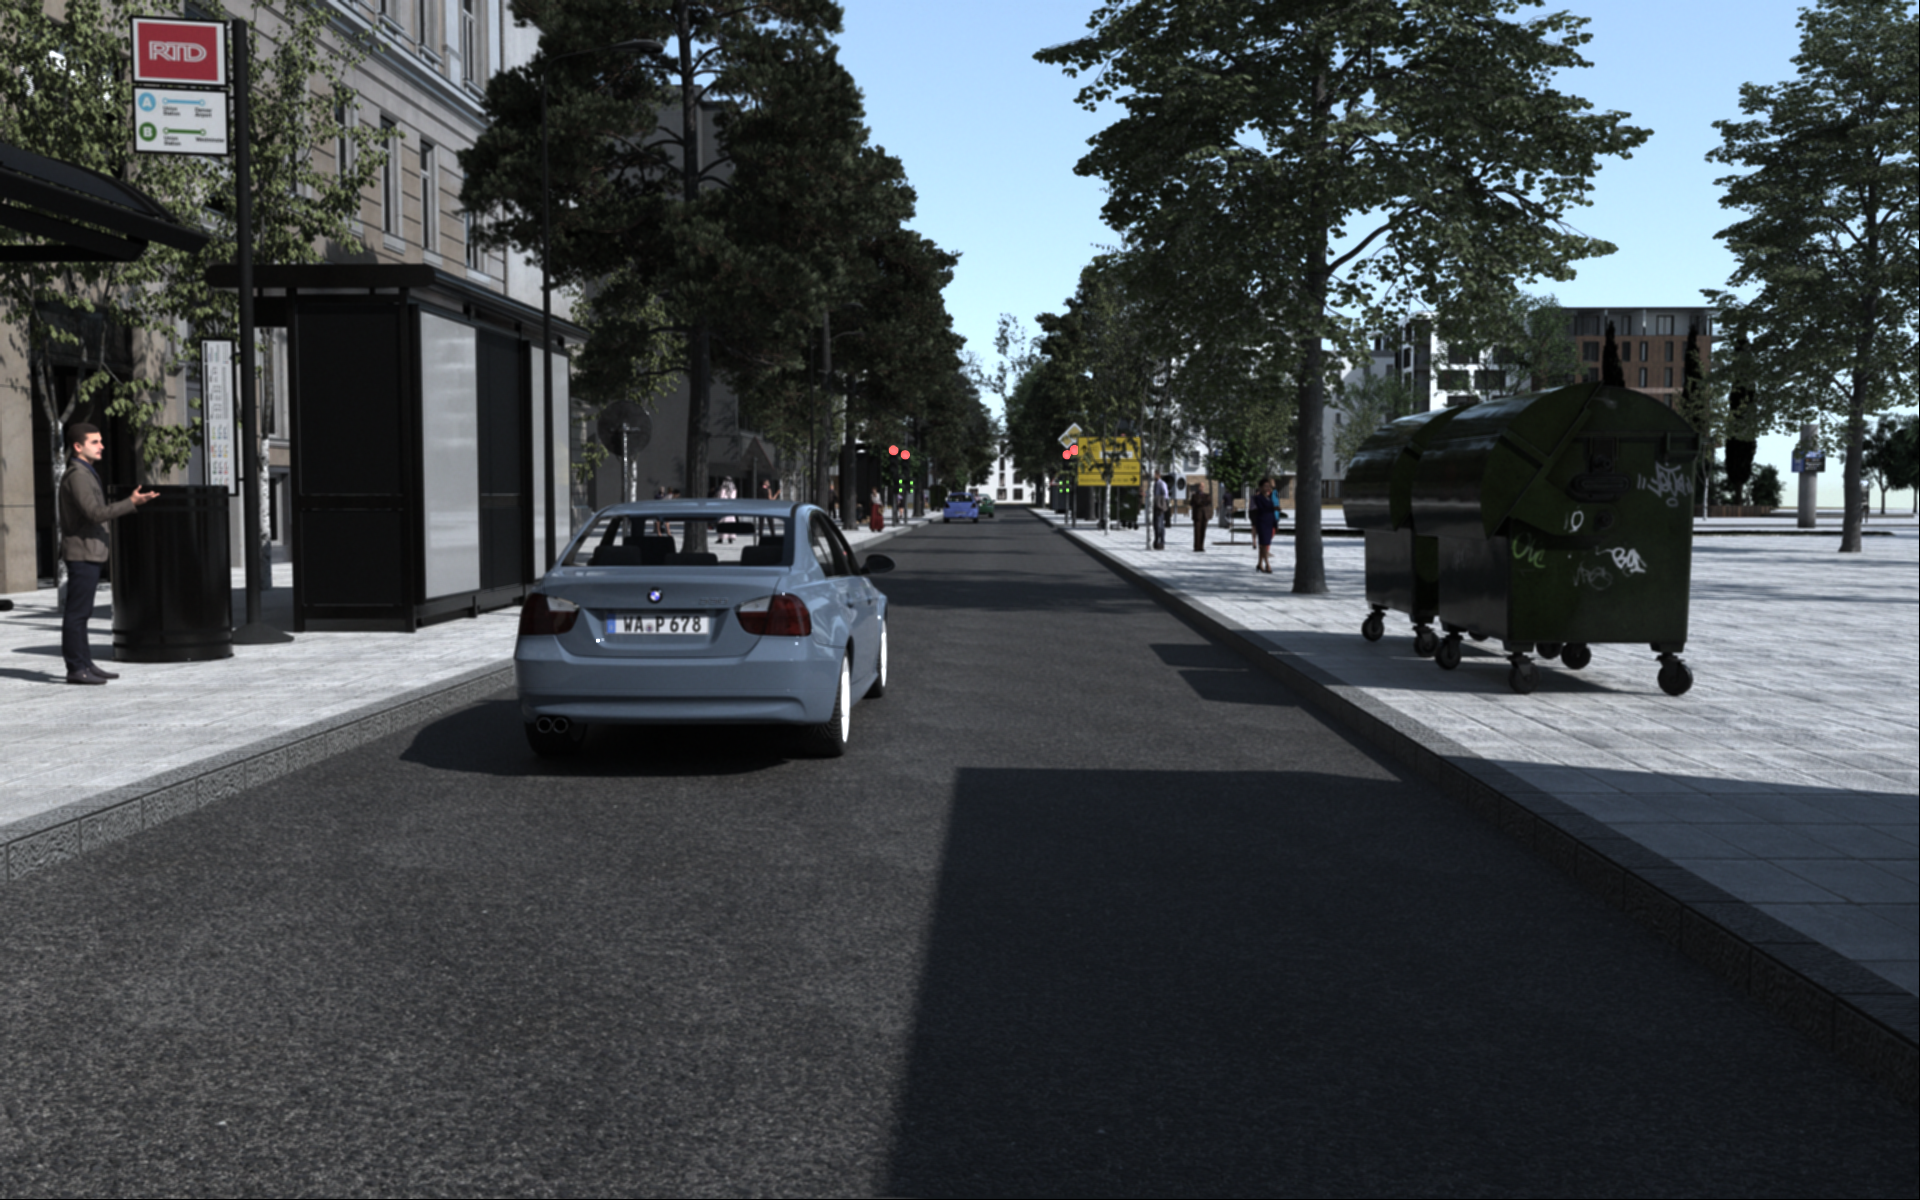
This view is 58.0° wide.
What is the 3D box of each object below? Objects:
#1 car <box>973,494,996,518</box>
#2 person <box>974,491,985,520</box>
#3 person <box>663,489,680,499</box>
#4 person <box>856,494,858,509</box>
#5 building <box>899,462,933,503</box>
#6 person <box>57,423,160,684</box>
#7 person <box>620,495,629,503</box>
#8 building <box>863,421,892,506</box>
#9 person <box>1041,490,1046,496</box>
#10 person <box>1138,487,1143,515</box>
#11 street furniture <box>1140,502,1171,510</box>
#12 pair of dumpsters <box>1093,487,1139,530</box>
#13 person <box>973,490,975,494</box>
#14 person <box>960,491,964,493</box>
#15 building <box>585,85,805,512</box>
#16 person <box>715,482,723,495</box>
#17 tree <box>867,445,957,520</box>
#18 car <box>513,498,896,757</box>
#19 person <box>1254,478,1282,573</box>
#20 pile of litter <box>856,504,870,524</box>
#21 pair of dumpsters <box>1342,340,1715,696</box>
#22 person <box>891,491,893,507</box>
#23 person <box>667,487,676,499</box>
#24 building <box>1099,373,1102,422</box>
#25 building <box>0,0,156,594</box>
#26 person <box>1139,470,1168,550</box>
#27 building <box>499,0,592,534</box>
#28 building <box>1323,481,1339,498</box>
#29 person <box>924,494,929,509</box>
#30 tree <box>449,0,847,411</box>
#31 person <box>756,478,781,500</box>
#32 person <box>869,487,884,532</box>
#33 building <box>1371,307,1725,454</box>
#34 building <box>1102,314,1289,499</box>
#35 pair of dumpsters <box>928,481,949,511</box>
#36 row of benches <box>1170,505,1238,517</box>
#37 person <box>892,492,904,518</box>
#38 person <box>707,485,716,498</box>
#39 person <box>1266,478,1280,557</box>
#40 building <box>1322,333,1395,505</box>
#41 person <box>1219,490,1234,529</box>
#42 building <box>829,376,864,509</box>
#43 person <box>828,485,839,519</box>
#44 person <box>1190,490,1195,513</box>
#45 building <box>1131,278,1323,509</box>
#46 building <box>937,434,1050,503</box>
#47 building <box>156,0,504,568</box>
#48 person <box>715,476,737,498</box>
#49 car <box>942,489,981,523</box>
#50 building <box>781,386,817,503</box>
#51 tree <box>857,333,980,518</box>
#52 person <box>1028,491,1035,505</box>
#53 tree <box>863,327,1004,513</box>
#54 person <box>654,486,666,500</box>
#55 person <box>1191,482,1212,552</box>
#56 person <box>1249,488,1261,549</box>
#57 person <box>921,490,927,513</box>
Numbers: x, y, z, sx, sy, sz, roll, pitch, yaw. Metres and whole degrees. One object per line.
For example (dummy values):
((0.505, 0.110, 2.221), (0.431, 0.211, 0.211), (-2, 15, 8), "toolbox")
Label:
((1.130, -5.753, 105.867), (2.131, 1.459, 4.920), (0, 4, -1), "car")
((0.930, -5.291, 96.972), (0.963, 1.587, 0.435), (-2, 4, -33), "person")
((-8.683, -2.591, 51.599), (0.799, 1.438, 0.628), (-1, 4, -19), "person")
((-4.230, -3.641, 67.843), (0.482, 1.546, 0.388), (0, 4, 6), "person")
((-17.083, -18.644, 246.973), (28.070, 9.664, 9.099), (0, 4, 1), "building")
((-5.794, -0.321, 11.817), (0.750, 1.759, 0.617), (-1, 4, -11), "person")
((-13.152, -3.641, 68.041), (0.387, 1.526, 0.523), (-1, 4, -20), "person")
((-21.807, -20.486, 178.928), (27.936, 21.610, 32.646), (0, 4, 1), "building")
((10.605, -13.287, 222.919), (1.348, 1.869, 0.705), (-3, 5, -44), "person")
((11.195, -6.178, 107.740), (0.600, 1.739, 0.565), (-3, 5, -41), "person")
((14.108, -7.790, 142.995), (5.734, 0.657, 10.072), (0, 4, -7), "street furniture")
((5.799, -3.746, 63.744), (1.574, 2.255, 4.436), (0, 4, 1), "pair of dumpsters")
((1.084, -7.376, 130.031), (0.756, 1.711, 0.436), (-2, 4, -29), "person")
((0.240, -11.908, 200.609), (0.709, 1.838, 0.599), (1, 4, 13), "person")
((-17.571, -17.051, 97.858), (14.314, 24.678, 30.058), (0, 4, 1), "building")
((-9.411, -3.770, 68.128), (0.683, 1.767, 0.568), (2, 4, 29), "person")
((-3.335, -6.303, 86.771), (4.285, 4.588, 4.351), (0, 3, 0), "tree")
((-1.440, 0.076, 10.760), (2.014, 1.417, 4.499), (0, 4, 2), "car")
((5.049, -1.206, 28.130), (0.546, 1.535, 0.453), (2, 4, 33), "person")
((-4.223, -3.762, 75.475), (1.719, 0.858, 1.176), (-2, 4, -26), "pile of litter")
((4.080, -0.644, 13.016), (1.574, 2.255, 4.436), (0, 4, 2), "pair of dumpsters")
((-6.528, -10.151, 172.537), (0.750, 1.759, 0.617), (0, 4, -5), "person")
((-13.813, -4.606, 83.061), (0.444, 1.614, 0.593), (-1, 4, -17), "person")
((24.083, -21.042, 200.450), (16.016, 20.091, 11.380), (0, 4, 1), "building")
((-22.119, -12.509, 9.044), (19.350, 26.468, 34.151), (0, 4, 1), "building")
((4.447, -2.081, 39.944), (0.599, 1.838, 0.709), (-2, 4, -24), "person")
((-21.697, -11.573, 53.851), (19.286, 19.102, 10.561), (0, 4, 1), "building")
((39.759, -18.597, 246.201), (28.070, 9.664, 9.099), (0, 4, 1), "building")
((-3.068, -8.645, 150.614), (0.697, 1.427, 0.421), (-1, 4, -21), "person")
((-4.865, -7.577, 31.300), (7.806, 13.903, 7.818), (0, 3, 0), "tree")
((-4.438, -1.989, 40.025), (0.593, 1.643, 0.415), (-1, 4, -18), "person")
((-2.845, -3.074, 58.778), (0.523, 1.526, 0.387), (-3, 4, -36), "person")
((67.454, -21.985, 203.435), (32.646, 21.610, 27.936), (0, 4, 1), "building")
((23.904, -19.105, 178.830), (16.747, 18.905, 31.486), (0, 4, 1), "building")
((-1.614, -7.791, 129.873), (1.574, 2.255, 4.436), (0, 4, 2), "pair of dumpsters")
((13.612, -5.035, 97.793), (4.104, 0.672, 1.422), (-1, 4, -11), "row of benches")
((-3.296, -5.114, 92.891), (0.697, 1.427, 0.421), (0, 4, 2), "person")
((-8.801, -3.296, 61.809), (0.662, 1.594, 0.647), (-2, 4, -32), "person")
((6.392, -1.702, 35.577), (0.593, 1.614, 0.444), (-3, 5, -40), "person")
((45.303, -21.602, 209.612), (11.380, 20.091, 16.016), (0, 4, 1), "building")
((9.815, -3.393, 63.728), (0.569, 1.553, 0.471), (0, 4, 0), "person")
((-16.531, -18.376, 156.863), (16.016, 20.091, 11.380), (0, 4, 1), "building")
((-6.599, -5.030, 88.839), (0.990, 1.755, 0.434), (3, 5, 43), "person")
((15.706, -6.611, 116.341), (0.590, 1.554, 0.614), (-1, 4, -11), "person")
((23.555, -18.402, 157.291), (16.016, 20.091, 11.380), (0, 4, 1), "building")
((10.999, -18.652, 247.108), (28.070, 9.664, 9.099), (0, 4, 1), "building")
((-18.511, -15.305, 36.149), (13.634, 28.700, 20.117), (0, 4, 1), "building")
((-6.056, -2.345, 45.053), (0.551, 1.740, 0.621), (-3, 5, -43), "person")
((0.058, -4.668, 85.908), (1.945, 1.707, 3.694), (0, 4, 1), "car")
((-16.546, -17.344, 125.381), (13.314, 21.916, 24.055), (0, 4, 1), "building")
((-2.304, -10.521, 94.076), (6.751, 12.117, 7.091), (0, 3, 0), "tree")
((8.881, -12.553, 212.105), (1.217, 1.723, 0.721), (-2, 4, -30), "person")
((-2.666, -12.558, 115.690), (12.009, 13.543, 11.850), (0, 3, 0), "tree")
((-10.195, -3.125, 59.351), (0.569, 1.553, 0.471), (-1, 4, -9), "person")
((5.390, -1.849, 38.550), (0.482, 1.546, 0.388), (0, 4, -7), "person")
((6.918, -1.892, 40.203), (0.421, 1.427, 0.697), (0, 4, 5), "person")
((-2.490, -6.434, 113.443), (0.569, 1.553, 0.471), (-2, 4, -34), "person")
